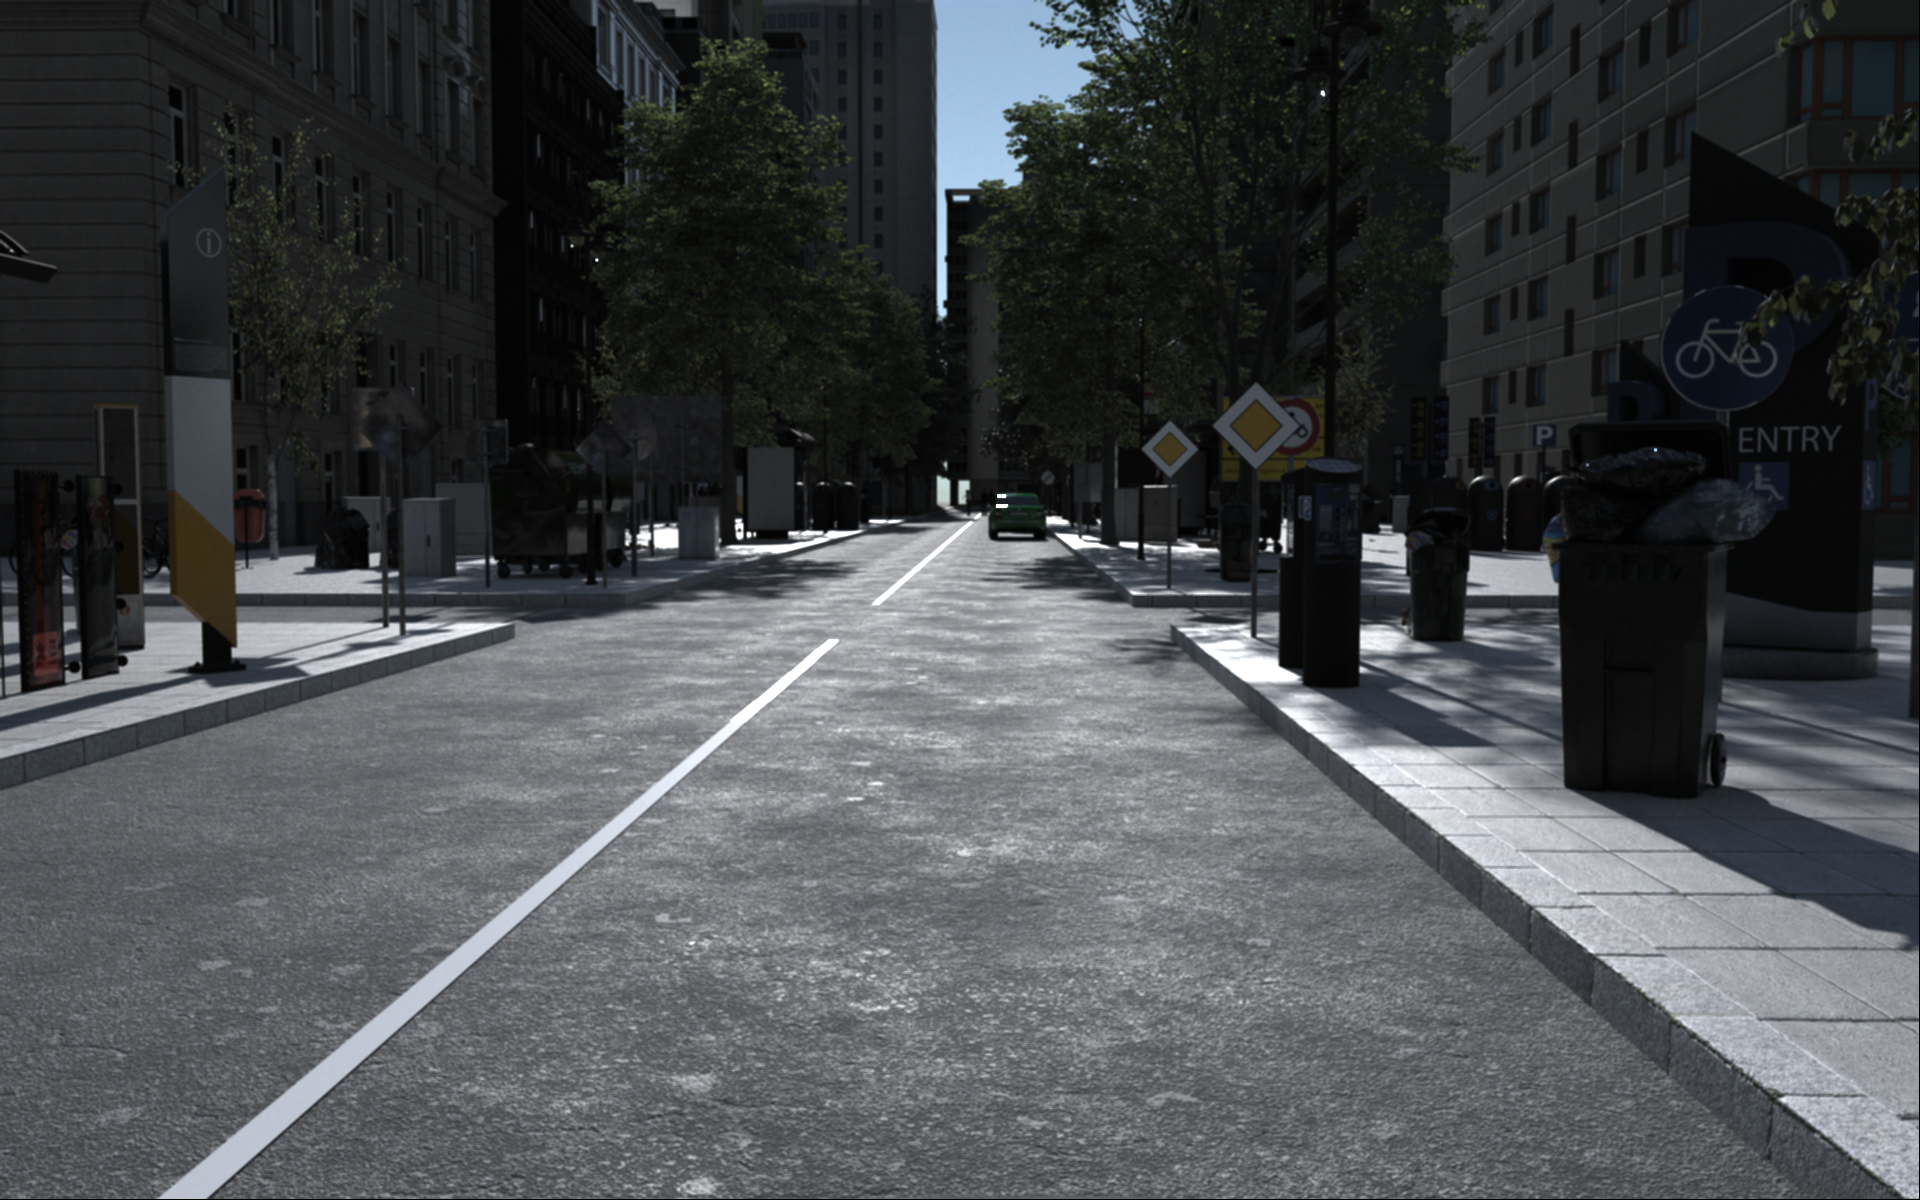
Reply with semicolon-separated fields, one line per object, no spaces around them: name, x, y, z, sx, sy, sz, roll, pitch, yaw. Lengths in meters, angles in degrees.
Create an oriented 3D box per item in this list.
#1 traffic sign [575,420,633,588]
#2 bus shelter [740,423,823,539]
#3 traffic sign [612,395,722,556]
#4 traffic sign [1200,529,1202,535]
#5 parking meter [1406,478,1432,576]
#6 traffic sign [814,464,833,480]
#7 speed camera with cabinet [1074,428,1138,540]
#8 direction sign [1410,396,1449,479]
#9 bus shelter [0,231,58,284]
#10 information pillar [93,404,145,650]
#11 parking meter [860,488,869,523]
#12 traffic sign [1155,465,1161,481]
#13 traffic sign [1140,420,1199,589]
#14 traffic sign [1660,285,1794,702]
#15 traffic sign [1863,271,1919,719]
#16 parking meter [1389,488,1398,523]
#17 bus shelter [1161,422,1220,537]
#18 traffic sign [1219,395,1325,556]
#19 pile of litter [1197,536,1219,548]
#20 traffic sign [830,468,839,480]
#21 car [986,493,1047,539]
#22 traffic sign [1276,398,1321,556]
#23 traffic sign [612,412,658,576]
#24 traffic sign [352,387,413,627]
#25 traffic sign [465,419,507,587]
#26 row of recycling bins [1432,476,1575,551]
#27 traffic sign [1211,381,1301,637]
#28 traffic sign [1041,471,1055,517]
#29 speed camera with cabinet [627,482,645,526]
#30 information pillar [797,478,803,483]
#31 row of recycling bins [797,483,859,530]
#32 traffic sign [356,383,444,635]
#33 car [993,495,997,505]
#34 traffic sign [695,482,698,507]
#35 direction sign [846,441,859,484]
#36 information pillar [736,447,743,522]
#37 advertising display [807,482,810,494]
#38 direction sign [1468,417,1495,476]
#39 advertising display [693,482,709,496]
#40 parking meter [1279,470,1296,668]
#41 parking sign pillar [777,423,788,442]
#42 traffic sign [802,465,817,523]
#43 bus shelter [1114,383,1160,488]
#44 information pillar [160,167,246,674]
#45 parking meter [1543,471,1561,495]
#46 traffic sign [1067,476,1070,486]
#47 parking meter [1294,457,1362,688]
traffic sign;-4.859;-1.224;23.660;0.795;2.450;0.064;0;4;1
bus shelter;-5.382;-3.549;51.950;2.014;3.302;5.546;0;4;1
traffic sign;-6.026;-2.555;35.643;2.265;3.308;0.079;0;4;2
traffic sign;7.582;-3.328;54.415;0.884;2.594;0.081;0;4;2
parking meter;7.170;-1.139;27.041;0.372;1.533;0.369;0;3;0
traffic sign;-5.549;-4.295;70.329;0.768;2.556;0.104;0;4;3
speed camera with cabinet;4.160;-3.361;49.283;0.660;3.252;2.038;-3;5;-43
direction sign;10.919;-2.956;40.329;0.876;3.537;0.379;2;4;32
bus shelter;-7.388;-0.950;9.463;2.014;3.302;5.546;0;4;1
information pillar;-6.937;-0.599;14.292;0.304;2.012;0.304;-2;4;-33
parking meter;-4.206;-4.160;76.433;0.372;1.533;0.369;0;3;0
traffic sign;7.459;-4.093;67.020;0.768;2.556;0.104;1;4;9
traffic sign;2.832;-1.211;23.445;0.795;2.450;0.064;0;4;1
traffic sign;4.678;-0.645;10.654;0.768;2.556;0.104;1;4;10
traffic sign;5.485;-0.596;9.852;0.768;2.556;0.104;0;4;7
parking meter;19.043;-4.140;76.100;0.372;1.533;0.369;0;3;0
bus shelter;6.961;-3.513;51.353;2.014;3.302;5.546;0;4;1
traffic sign;6.510;-2.568;35.855;2.265;3.308;0.079;0;4;3
pile of litter;6.237;-1.669;41.253;1.176;0.858;1.719;0;4;2
traffic sign;-5.714;-4.679;77.679;0.795;2.450;0.064;0;4;7
car;1.829;-2.896;56.143;1.959;1.807;4.718;0;4;0
traffic sign;4.402;-1.405;23.072;0.768;2.556;0.104;0;4;5
traffic sign;-5.085;-1.643;26.975;0.768;2.556;0.104;0;4;8
traffic sign;-5.534;-0.887;16.636;0.606;2.300;0.079;0;4;5
traffic sign;-6.495;-1.323;23.764;0.606;2.300;0.079;1;4;11
row of recycling bins;12.313;-1.963;39.208;3.534;1.692;1.069;0;4;-4
traffic sign;2.630;-0.723;15.463;0.795;2.450;0.064;0;4;1
traffic sign;4.857;-5.848;95.721;0.768;2.556;0.104;0;4;8
speed camera with cabinet;-13.198;-4.616;69.813;0.660;3.252;2.038;-1;4;-22
information pillar;-7.165;-4.453;77.302;0.304;2.012;0.304;3;4;38
row of recycling bins;-5.412;-3.389;62.517;3.534;1.692;1.069;0;4;2
traffic sign;-5.061;-0.736;15.677;0.795;2.450;0.064;0;4;1
car;3.349;-7.922;142.111;1.945;1.354;3.894;0;4;2
traffic sign;-5.498;-2.083;36.179;0.606;2.300;0.079;1;4;11
direction sign;-4.602;-5.040;74.406;0.379;3.537;0.876;2;4;32
information pillar;-9.886;-5.337;78.614;0.504;3.616;0.183;0;4;-6
advertising display;-6.911;-4.462;78.160;0.123;1.923;0.974;-1;4;-13
direction sign;15.409;-3.622;51.222;0.379;3.537;0.876;-3;4;-38
advertising display;-13.908;-5.375;93.090;0.123;1.923;0.974;3;5;43
parking meter;2.561;-0.271;12.846;0.372;1.533;0.369;0;3;0
parking sign pillar;-6.648;-4.788;66.758;1.447;3.967;1.447;1;4;11
traffic sign;-6.521;-4.625;75.731;0.768;2.556;0.104;1;4;9
bus shelter;6.059;-5.037;59.992;2.179;5.291;8.768;0;4;1
information pillar;-5.415;-1.284;12.352;0.183;3.616;0.504;2;4;31
parking meter;14.663;-2.276;42.930;0.399;1.863;0.255;1;4;17
traffic sign;6.096;-5.697;95.270;0.606;2.300;0.079;0;4;5
parking meter;2.490;-0.194;11.582;0.372;1.533;0.369;0;3;0
